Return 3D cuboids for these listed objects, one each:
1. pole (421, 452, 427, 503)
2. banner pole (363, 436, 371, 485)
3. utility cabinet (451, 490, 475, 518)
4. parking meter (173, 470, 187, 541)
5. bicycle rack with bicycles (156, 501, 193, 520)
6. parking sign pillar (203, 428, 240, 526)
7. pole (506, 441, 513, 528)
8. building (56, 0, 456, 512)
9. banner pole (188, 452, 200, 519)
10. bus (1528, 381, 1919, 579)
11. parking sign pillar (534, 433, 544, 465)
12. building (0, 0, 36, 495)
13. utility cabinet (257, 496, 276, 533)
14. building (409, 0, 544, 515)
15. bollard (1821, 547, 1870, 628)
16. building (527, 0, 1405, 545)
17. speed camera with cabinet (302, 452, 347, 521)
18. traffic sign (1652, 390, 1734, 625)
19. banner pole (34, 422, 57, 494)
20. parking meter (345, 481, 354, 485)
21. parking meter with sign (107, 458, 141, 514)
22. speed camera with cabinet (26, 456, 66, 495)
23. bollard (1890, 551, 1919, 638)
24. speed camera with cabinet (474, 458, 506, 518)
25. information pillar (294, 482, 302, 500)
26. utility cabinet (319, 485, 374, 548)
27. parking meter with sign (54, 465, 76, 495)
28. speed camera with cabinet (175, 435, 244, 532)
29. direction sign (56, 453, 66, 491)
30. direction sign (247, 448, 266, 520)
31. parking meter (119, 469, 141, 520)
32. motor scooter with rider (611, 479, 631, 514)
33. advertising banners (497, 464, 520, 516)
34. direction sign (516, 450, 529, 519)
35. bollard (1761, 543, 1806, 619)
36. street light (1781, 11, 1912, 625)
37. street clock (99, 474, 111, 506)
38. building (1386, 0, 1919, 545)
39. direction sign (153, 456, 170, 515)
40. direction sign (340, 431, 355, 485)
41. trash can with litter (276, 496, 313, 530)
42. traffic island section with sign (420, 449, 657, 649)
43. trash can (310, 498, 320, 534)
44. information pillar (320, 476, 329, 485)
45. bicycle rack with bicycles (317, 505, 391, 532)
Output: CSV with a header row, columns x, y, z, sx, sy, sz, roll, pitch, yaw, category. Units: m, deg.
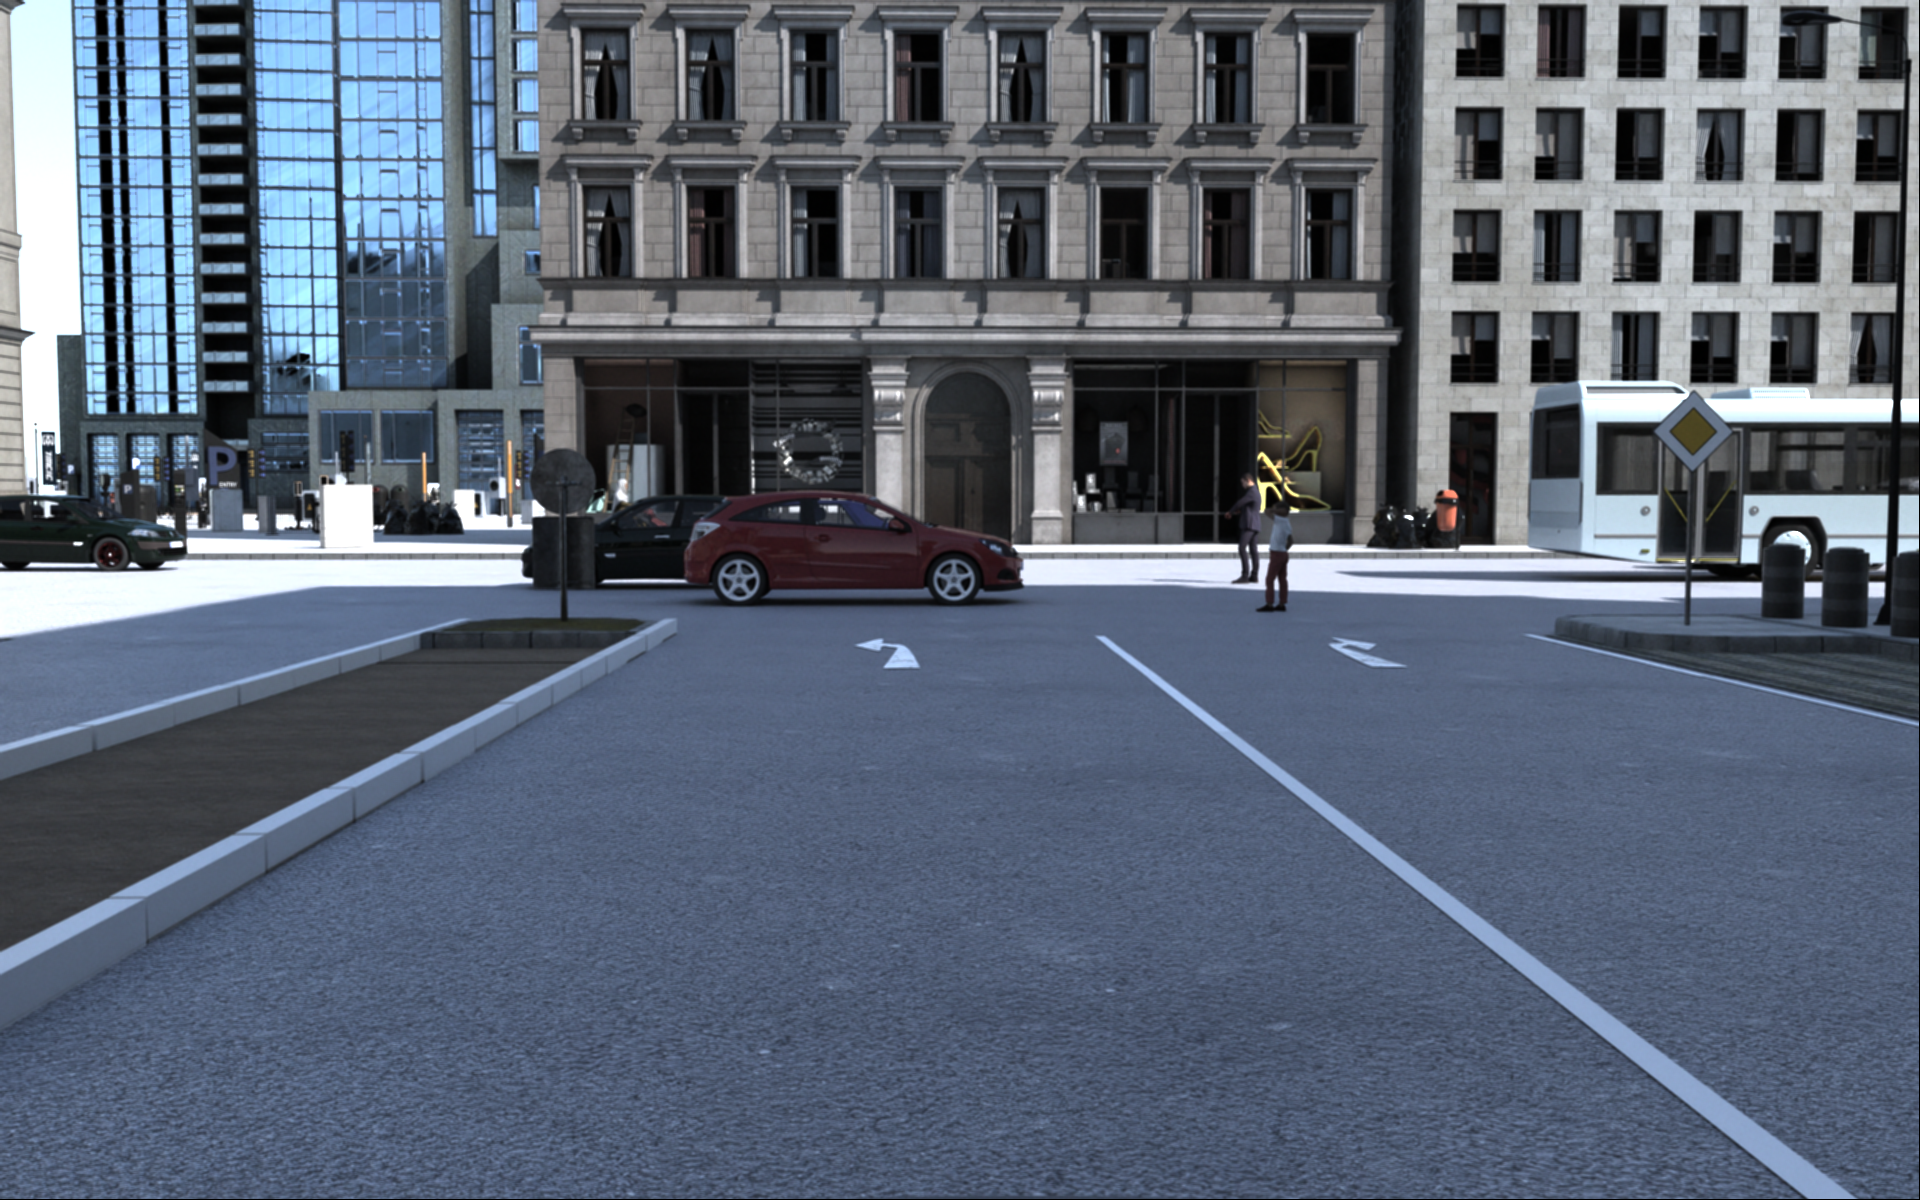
x,y,z,sx,sy,sz,roll,pitch,yaw,category
-26.208,-5.557,84.707,0.158,3.312,0.155,0,3,0,pole
-25.299,-5.136,73.987,0.401,3.779,0.863,-3,4,-38,banner pole
-25.868,-4.984,90.167,0.318,1.500,1.173,3,5,42,utility cabinet
-18.593,-2.176,41.294,0.255,1.863,0.399,-2,4,-23,parking meter
-40.213,-4.531,87.462,2.925,0.926,2.852,0,4,-3,bicycle rack with bicycles
-30.244,-5.048,71.003,1.447,3.967,1.447,-3,5,-40,parking sign pillar
-17.189,-4.416,66.048,0.158,3.312,0.155,0,3,0,pole
-65.209,-51.640,156.982,31.000,86.520,22.319,0,4,-2,building
-39.900,-6.119,90.055,0.401,3.779,0.863,3,4,38,banner pole
16.609,-2.100,29.200,13.247,3.499,2.948,0,4,-1,bus
-18.476,-5.441,77.433,1.447,3.967,1.447,1,4,21,parking sign pillar
-45.062,-13.219,49.414,30.059,22.955,16.112,0,4,-2,building
-22.916,-2.822,57.295,0.306,1.237,1.020,-3,4,-38,utility cabinet
-30.749,-49.379,120.023,22.319,86.520,31.000,0,4,-2,building
8.576,-0.126,16.778,0.404,0.777,0.398,0,3,0,bollard
-9.149,-11.981,46.806,40.483,20.767,10.553,0,4,-2,building
-29.895,-5.316,81.246,2.038,3.252,0.660,1,4,22,speed camera with cabinet
7.109,-0.809,16.875,0.795,2.450,0.064,0,4,-2,traffic sign
-32.062,-4.320,60.654,0.863,3.779,0.401,-3,5,-43,banner pole
-28.024,-4.515,79.527,0.399,1.863,0.255,1,4,12,parking meter
-40.480,-5.350,83.741,1.738,3.016,0.543,1,4,20,parking meter with sign
-47.917,-5.885,90.549,2.038,3.252,0.660,-1,4,-16,speed camera with cabinet
8.604,-0.052,15.573,0.404,0.777,0.398,0,3,0,bollard
-25.650,-6.093,93.961,2.038,3.252,0.660,2,4,24,speed camera with cabinet
-39.894,-6.110,104.389,0.304,2.012,0.304,2,4,26,information pillar
-14.498,-1.971,40.910,1.173,1.500,0.318,-3,5,-41,utility cabinet
-53.201,-6.494,102.442,0.543,3.016,1.738,1,4,20,parking meter with sign
-25.574,-3.954,58.984,2.038,3.252,0.660,-2,4,-31,speed camera with cabinet
-49.850,-6.368,96.110,0.876,3.537,0.379,2,4,33,direction sign
-34.793,-5.732,85.712,0.876,3.537,0.379,-3,5,-44,direction sign
-19.632,-2.157,40.977,0.399,1.863,0.255,0,4,-2,parking meter
-6.543,-1.585,34.876,1.986,1.779,0.876,0,4,-2,motor scooter with rider
-26.127,-6.377,100.452,0.090,3.025,2.074,2,4,26,advertising banners
-22.715,-5.994,89.996,0.379,3.537,0.876,2,4,31,direction sign
8.545,-0.200,17.979,0.404,0.777,0.398,0,3,0,bollard
8.603,-2.710,16.847,1.470,5.913,1.316,0,4,-2,street light
-30.248,-3.470,61.305,0.471,2.002,0.358,3,5,44,street clock
19.612,-11.812,47.877,16.860,20.320,10.420,0,4,-2,building
-47.976,-6.859,104.145,0.876,3.537,0.379,-1,4,-16,direction sign
-21.929,-4.284,62.041,0.876,3.537,0.379,3,5,40,direction sign
-23.735,-3.135,62.322,1.678,1.210,2.233,-2,4,-26,trash can with litter
-3.997,-0.536,16.898,2.006,1.907,1.989,0,4,-2,traffic island section with sign
-20.745,-2.732,56.322,0.748,1.137,0.748,0,3,0,trash can
-25.355,-3.953,69.117,0.304,2.012,0.304,-1,4,-16,information pillar
-20.337,-2.772,58.707,2.925,0.926,2.852,-3,5,-41,bicycle rack with bicycles
